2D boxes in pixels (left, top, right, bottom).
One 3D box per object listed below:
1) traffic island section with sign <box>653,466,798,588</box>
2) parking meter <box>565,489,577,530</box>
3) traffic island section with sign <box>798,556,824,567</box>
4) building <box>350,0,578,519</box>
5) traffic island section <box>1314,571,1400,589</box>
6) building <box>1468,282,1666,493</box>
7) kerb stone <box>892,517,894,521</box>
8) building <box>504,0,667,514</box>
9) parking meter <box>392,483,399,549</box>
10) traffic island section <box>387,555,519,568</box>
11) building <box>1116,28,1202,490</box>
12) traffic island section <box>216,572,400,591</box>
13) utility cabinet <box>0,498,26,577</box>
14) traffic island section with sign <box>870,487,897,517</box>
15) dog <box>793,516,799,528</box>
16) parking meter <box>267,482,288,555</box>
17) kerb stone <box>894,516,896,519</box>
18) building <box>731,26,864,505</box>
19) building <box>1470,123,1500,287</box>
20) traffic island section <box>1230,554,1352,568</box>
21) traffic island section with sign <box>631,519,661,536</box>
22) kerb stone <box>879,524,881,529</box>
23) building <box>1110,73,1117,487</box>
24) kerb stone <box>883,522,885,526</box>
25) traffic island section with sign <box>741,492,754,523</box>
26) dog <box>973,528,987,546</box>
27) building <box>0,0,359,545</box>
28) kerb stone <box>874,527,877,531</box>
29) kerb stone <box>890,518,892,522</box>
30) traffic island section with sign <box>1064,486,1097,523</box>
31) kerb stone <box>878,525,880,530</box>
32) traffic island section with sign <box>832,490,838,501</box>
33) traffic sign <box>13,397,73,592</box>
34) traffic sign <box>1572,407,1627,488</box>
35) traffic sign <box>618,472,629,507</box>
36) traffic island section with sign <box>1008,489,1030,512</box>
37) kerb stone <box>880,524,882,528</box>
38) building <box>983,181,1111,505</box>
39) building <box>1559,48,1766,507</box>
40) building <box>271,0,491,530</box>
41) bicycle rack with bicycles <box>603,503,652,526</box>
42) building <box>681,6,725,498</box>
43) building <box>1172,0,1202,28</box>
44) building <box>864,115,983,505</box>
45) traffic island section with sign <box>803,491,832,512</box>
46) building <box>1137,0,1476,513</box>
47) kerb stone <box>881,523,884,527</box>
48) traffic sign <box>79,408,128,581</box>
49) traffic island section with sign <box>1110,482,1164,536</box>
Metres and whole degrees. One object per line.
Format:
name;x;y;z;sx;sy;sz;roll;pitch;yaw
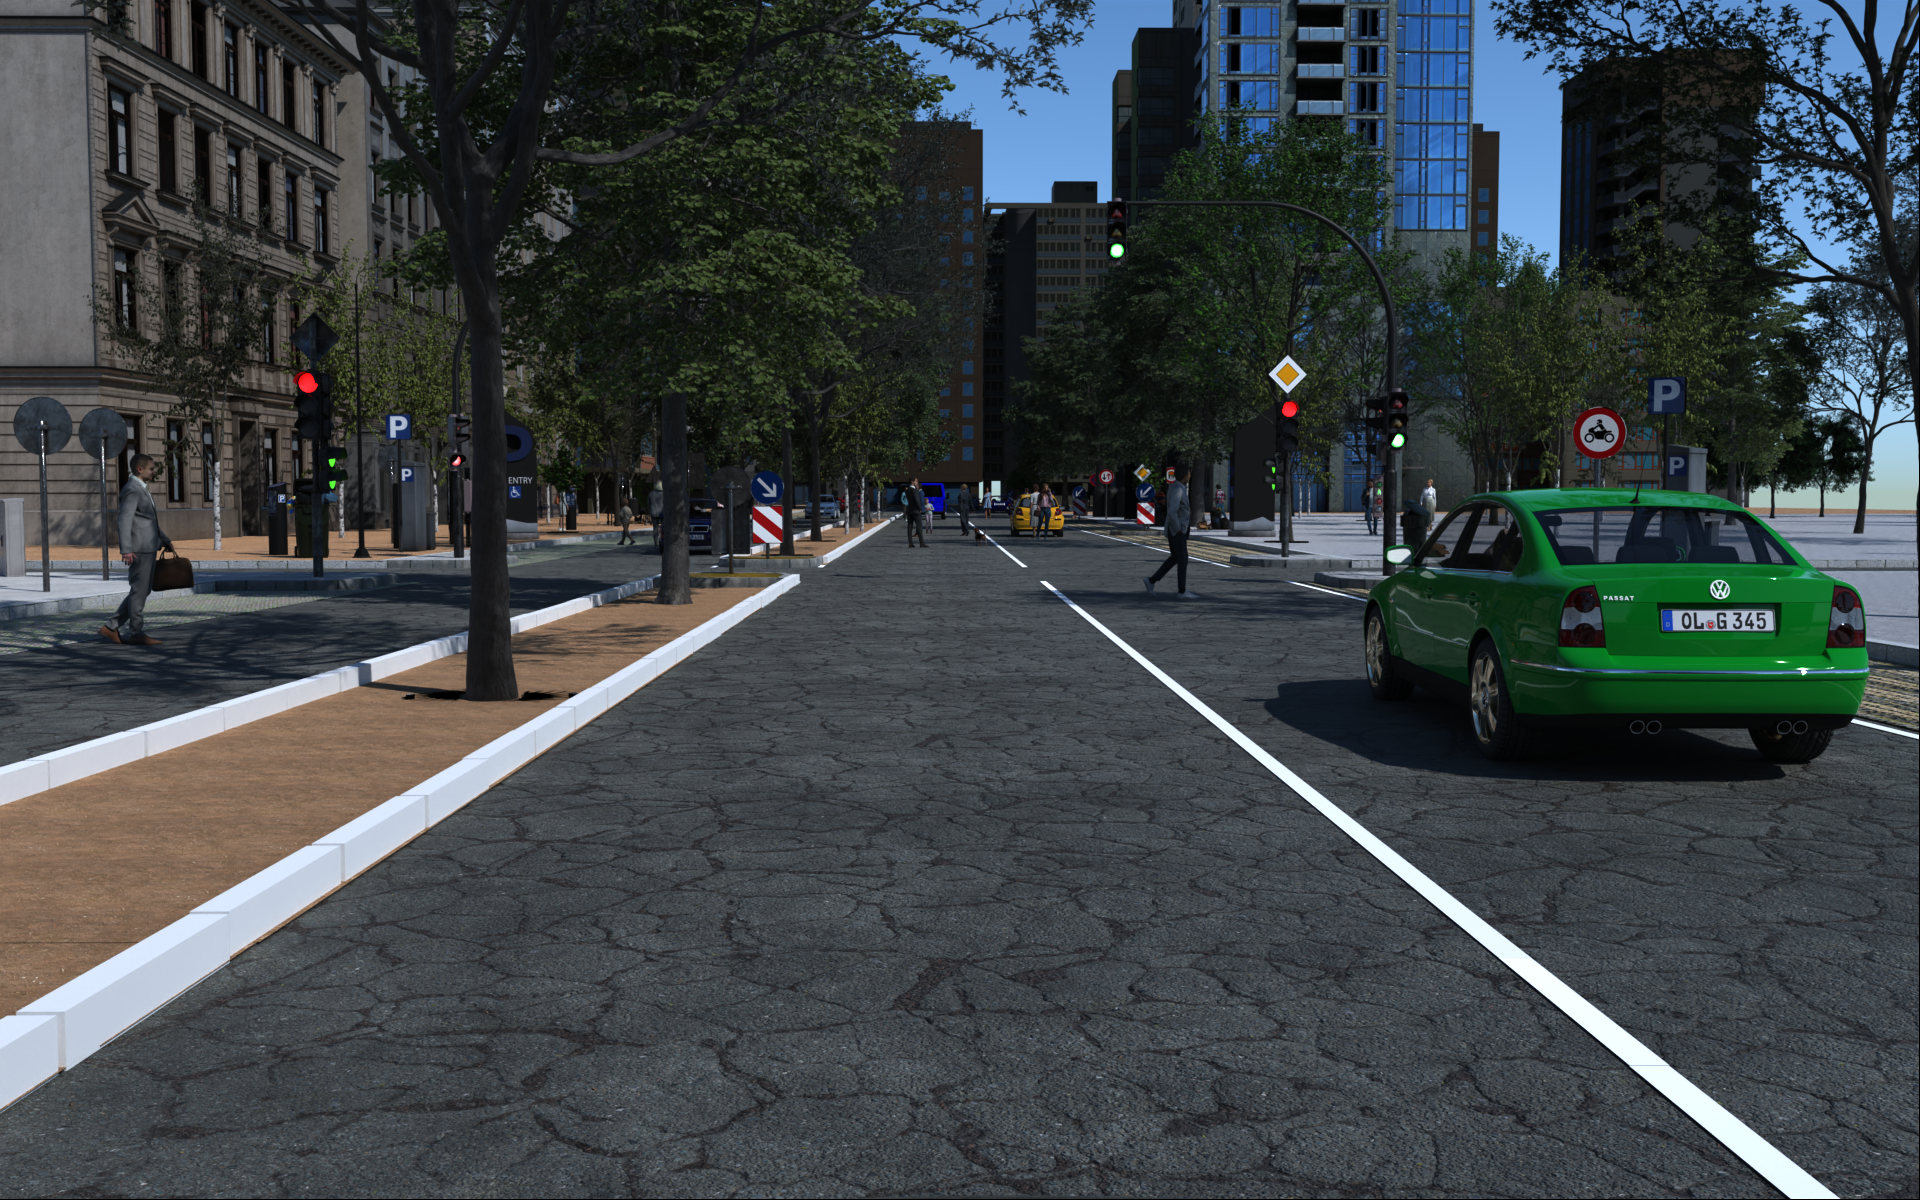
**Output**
traffic island section with sign;-3.685;-1.170;27.265;2.006;1.907;1.989;0;4;-1
parking meter;-13.903;-3.271;61.884;0.372;1.533;0.369;0;3;0
traffic island section with sign;-3.789;-1.623;34.671;2.006;1.907;1.989;0;4;-1
building;-28.190;-18.583;89.729;13.634;28.700;20.117;0;4;-1
traffic island section;6.744;-0.300;27.185;2.009;0.180;2.903;0;4;-1
building;47.193;-19.604;165.556;28.899;21.520;27.650;0;4;-1
kerb stone;-3.578;-4.047;88.356;0.120;0.150;1.000;0;4;-1
building;-32.289;-28.713;124.086;22.147;44.769;28.867;0;4;-1
parking meter;-13.120;-1.973;40.663;0.372;1.533;0.369;0;3;0
traffic island section;-10.118;-0.773;34.918;2.009;0.180;2.903;0;4;-1
building;22.170;-28.898;156.074;14.154;41.232;14.086;0;4;-1
traffic island section;-9.995;-0.285;26.934;2.009;0.180;2.903;0;4;-1
utility cabinet;-14.934;-0.982;27.223;0.306;1.237;1.020;-2;4;-35
traffic island section with sign;-4.951;-6.218;109.801;2.006;1.907;1.989;0;4;-1
dog;-7.033;-3.228;72.070;0.406;0.507;0.540;3;5;39
parking meter;-14.348;-1.713;36.421;0.372;1.533;0.369;0;3;0
kerb stone;-3.641;-4.298;92.463;0.120;0.150;1.000;0;4;-1
building;-25.841;-40.958;211.666;28.212;58.520;21.231;0;4;-1
building;55.407;-34.182;208.990;14.200;45.320;14.600;0;4;-1
traffic island section;6.622;-0.788;35.170;2.009;0.180;2.903;0;4;-1
traffic island section with sign;-10.172;-3.113;59.524;1.989;1.847;2.006;0;4;-1
kerb stone;-3.256;-2.785;67.859;0.120;0.150;1.000;0;4;-1
building;21.749;-29.797;170.770;14.154;41.232;14.086;0;4;-1
kerb stone;-3.338;-3.103;72.976;0.120;0.150;1.000;0;4;-1
traffic island section with sign;-10.588;-4.761;86.476;1.989;1.847;2.006;0;4;-1
dog;0.554;-1.727;47.521;0.540;0.507;0.406;1;4;23
building;-26.230;-11.450;51.835;10.561;19.102;19.286;0;4;-1
kerb stone;-3.193;-2.475;62.737;0.120;0.150;1.000;0;4;-1
kerb stone;-3.517;-3.794;84.254;0.120;0.150;1.000;0;4;-1
traffic island section with sign;5.834;-4.798;87.079;1.989;1.847;2.006;0;4;-1
kerb stone;-3.251;-2.730;66.834;0.120;0.150;1.000;0;4;-1
traffic island section with sign;-11.773;-9.497;163.904;1.989;1.847;2.006;0;4;-1
traffic sign;-11.994;-1.380;22.666;0.768;2.556;0.104;0;4;0
traffic sign;9.315;-1.542;25.319;0.768;2.556;0.104;0;4;5
traffic sign;-15.325;-4.681;78.663;0.606;2.300;0.079;0;3;0
traffic island section with sign;5.071;-7.846;136.912;1.989;1.847;2.006;0;4;-1
kerb stone;-3.274;-2.855;68.882;0.120;0.150;1.000;0;4;-1
building;14.380;-32.172;217.889;23.993;40.220;32.217;0;4;-1
building;69.036;-31.926;172.106;14.200;45.320;14.600;0;4;-1
building;-25.960;-13.559;70.840;9.793;20.994;18.267;0;4;-1
bicycle rack with bicycles;-13.458;-3.521;70.953;2.852;0.926;2.925;0;4;-6
building;-36.028;-35.057;162.423;27.495;52.752;28.713;0;4;-1
building;37.213;-47.241;210.645;20.611;71.187;20.563;0;4;-1
building;-4.568;-34.116;207.904;14.200;45.320;14.600;0;4;-1
traffic island section with sign;-11.353;-7.849;136.952;1.989;1.847;2.006;0;4;-1
building;26.332;-50.118;132.102;22.319;86.520;31.000;0;4;-1
kerb stone;-3.307;-2.977;70.927;0.120;0.150;1.000;0;4;-1
traffic sign;-12.668;-1.560;25.612;0.768;2.556;0.104;0;4;7
traffic island section with sign;6.243;-3.150;60.127;1.989;1.847;2.006;0;4;-1
